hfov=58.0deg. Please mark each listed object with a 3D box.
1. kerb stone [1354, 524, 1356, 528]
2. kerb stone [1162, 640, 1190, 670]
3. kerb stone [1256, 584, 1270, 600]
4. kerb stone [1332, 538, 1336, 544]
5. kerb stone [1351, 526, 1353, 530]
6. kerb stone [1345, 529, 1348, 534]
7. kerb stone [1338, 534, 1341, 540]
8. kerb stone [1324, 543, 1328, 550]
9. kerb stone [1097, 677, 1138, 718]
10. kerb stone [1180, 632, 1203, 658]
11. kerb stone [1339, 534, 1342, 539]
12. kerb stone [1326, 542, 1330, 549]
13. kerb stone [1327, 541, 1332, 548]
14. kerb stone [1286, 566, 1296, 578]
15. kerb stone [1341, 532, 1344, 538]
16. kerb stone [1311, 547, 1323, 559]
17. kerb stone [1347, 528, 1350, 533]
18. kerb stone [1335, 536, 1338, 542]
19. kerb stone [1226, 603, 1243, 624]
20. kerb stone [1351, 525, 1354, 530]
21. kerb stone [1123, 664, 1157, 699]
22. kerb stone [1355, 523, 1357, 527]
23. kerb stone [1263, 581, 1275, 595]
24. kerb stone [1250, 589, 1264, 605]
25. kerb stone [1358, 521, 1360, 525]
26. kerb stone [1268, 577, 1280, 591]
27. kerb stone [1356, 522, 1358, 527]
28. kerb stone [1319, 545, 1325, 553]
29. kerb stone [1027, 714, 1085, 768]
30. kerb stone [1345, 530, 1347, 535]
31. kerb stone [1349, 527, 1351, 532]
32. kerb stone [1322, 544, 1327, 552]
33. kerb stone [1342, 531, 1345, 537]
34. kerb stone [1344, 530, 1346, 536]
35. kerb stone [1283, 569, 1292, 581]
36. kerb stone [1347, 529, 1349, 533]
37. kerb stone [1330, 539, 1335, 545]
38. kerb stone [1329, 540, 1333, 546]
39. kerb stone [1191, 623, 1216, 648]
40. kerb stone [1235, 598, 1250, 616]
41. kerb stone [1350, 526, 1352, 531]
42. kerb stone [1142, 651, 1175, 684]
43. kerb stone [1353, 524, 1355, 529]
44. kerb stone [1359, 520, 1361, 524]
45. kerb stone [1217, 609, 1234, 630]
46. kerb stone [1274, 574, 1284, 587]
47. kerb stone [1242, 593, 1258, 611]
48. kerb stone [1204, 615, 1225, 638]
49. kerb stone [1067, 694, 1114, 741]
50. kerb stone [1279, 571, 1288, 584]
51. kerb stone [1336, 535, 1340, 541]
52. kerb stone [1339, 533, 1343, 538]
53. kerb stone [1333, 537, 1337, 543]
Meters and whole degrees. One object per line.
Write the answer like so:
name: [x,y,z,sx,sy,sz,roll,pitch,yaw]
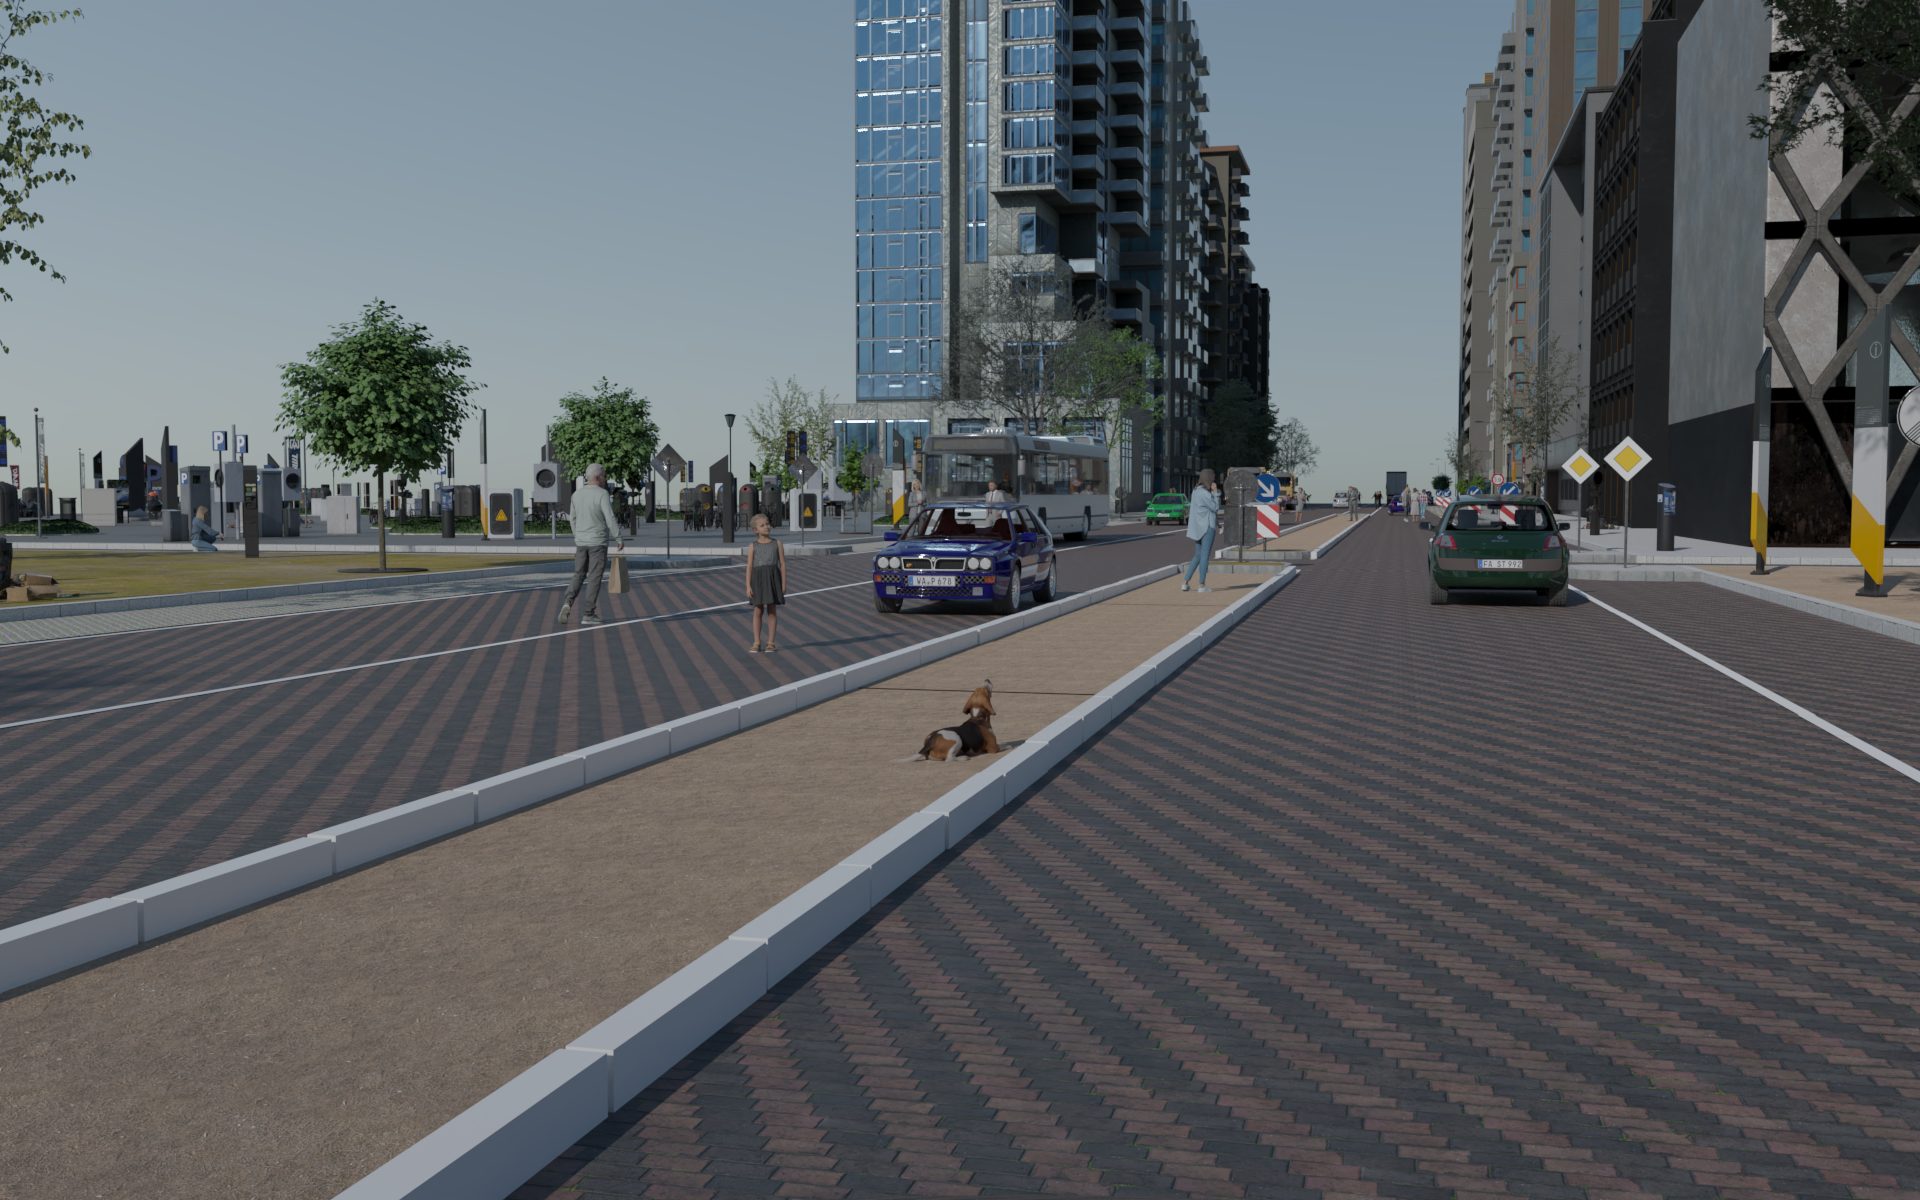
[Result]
kerb stone: [15.500,-2.834,68.634,0.120,0.150,1.000,1,4,14]
kerb stone: [1.781,0.475,14.457,0.120,0.150,1.000,1,4,14]
kerb stone: [4.053,-0.074,23.408,0.120,0.150,1.000,1,4,14]
kerb stone: [10.218,-1.562,47.759,0.120,0.150,1.000,1,4,14]
kerb stone: [14.500,-2.597,64.654,0.120,0.150,1.000,1,4,14]
kerb stone: [12.989,-2.232,58.685,0.120,0.150,1.000,1,4,14]
kerb stone: [11.220,-1.807,51.736,0.120,0.150,1.000,1,4,14]
kerb stone: [8.958,-1.257,42.798,0.120,0.150,1.000,1,4,14]
kerb stone: [1.028,0.656,11.472,0.120,0.150,1.000,1,4,14]
kerb stone: [2.031,0.420,15.456,0.120,0.150,1.000,1,4,14]
kerb stone: [11.475,-1.859,52.727,0.120,0.150,1.000,1,4,14]
kerb stone: [9.203,-1.317,43.796,0.120,0.150,1.000,1,4,14]
kerb stone: [9.465,-1.382,44.787,0.120,0.150,1.000,1,4,14]
kerb stone: [5.560,-0.439,29.374,0.120,0.150,1.000,1,4,14]
kerb stone: [11.982,-1.989,54.718,0.120,0.150,1.000,1,4,14]
kerb stone: [8.207,-1.077,39.808,0.120,0.150,1.000,1,4,14]
kerb stone: [13.494,-2.354,60.676,0.120,0.150,1.000,1,4,14]
kerb stone: [10.717,-1.682,49.742,0.120,0.150,1.000,1,4,14]
kerb stone: [3.046,0.169,19.434,0.120,0.150,1.000,1,4,14]
kerb stone: [14.747,-2.658,65.647,0.120,0.150,1.000,1,4,14]
kerb stone: [1.274,0.600,12.469,0.120,0.150,1.000,1,4,14]
kerb stone: [16.011,-2.959,70.618,0.120,0.150,1.000,1,4,14]
kerb stone: [4.301,-0.135,24.405,0.120,0.150,1.000,1,4,14]
kerb stone: [3.800,-0.012,22.418,0.120,0.150,1.000,1,4,14]
kerb stone: [17.265,-3.260,75.590,0.120,0.150,1.000,1,4,14]
kerb stone: [4.557,-0.196,25.395,0.120,0.150,1.000,1,4,14]
kerb stone: [16.514,-3.083,72.606,0.120,0.150,1.000,1,4,14]
kerb stone: [8.455,-1.136,40.803,0.120,0.150,1.000,1,4,14]
kerb stone: [0.522,0.778,9.478,0.120,0.150,1.000,1,4,14]
kerb stone: [12.737,-2.171,57.692,0.120,0.150,1.000,1,4,14]
kerb stone: [13.986,-2.476,62.670,0.120,0.150,1.000,1,4,14]
kerb stone: [8.711,-1.196,41.800,0.120,0.150,1.000,1,4,14]
kerb stone: [12.227,-2.047,55.712,0.120,0.150,1.000,1,4,14]
kerb stone: [12.487,-2.110,56.701,0.120,0.150,1.000,1,4,14]
kerb stone: [5.313,-0.373,28.382,0.120,0.150,1.000,1,4,14]
kerb stone: [13.240,-2.290,59.686,0.120,0.150,1.000,1,4,14]
kerb stone: [9.972,-1.497,46.768,0.120,0.150,1.000,1,4,14]
kerb stone: [9.719,-1.442,45.777,0.120,0.150,1.000,1,4,14]
kerb stone: [2.291,0.352,16.445,0.120,0.150,1.000,1,4,14]
kerb stone: [3.294,0.109,20.437,0.120,0.150,1.000,1,4,14]
kerb stone: [14.245,-2.536,63.662,0.120,0.150,1.000,1,4,14]
kerb stone: [1.532,0.534,13.465,0.120,0.150,1.000,1,4,14]
kerb stone: [15.253,-2.779,67.631,0.120,0.150,1.000,1,4,14]
kerb stone: [17.778,-3.387,77.576,0.120,0.150,1.000,1,4,14]
kerb stone: [2.786,0.234,18.435,0.120,0.150,1.000,1,4,14]
kerb stone: [4.807,-0.256,26.393,0.120,0.150,1.000,1,4,14]
kerb stone: [3.551,0.047,21.426,0.120,0.150,1.000,1,4,14]
kerb stone: [2.538,0.291,17.439,0.120,0.150,1.000,1,4,14]
kerb stone: [0.775,0.718,10.480,0.120,0.150,1.000,1,4,14]
kerb stone: [5.059,-0.317,27.385,0.120,0.150,1.000,1,4,14]
kerb stone: [10.971,-1.746,50.741,0.120,0.150,1.000,1,4,14]
kerb stone: [11.721,-1.928,53.718,0.120,0.150,1.000,1,4,14]
kerb stone: [10.475,-1.624,48.749,0.120,0.150,1.000,1,4,14]
